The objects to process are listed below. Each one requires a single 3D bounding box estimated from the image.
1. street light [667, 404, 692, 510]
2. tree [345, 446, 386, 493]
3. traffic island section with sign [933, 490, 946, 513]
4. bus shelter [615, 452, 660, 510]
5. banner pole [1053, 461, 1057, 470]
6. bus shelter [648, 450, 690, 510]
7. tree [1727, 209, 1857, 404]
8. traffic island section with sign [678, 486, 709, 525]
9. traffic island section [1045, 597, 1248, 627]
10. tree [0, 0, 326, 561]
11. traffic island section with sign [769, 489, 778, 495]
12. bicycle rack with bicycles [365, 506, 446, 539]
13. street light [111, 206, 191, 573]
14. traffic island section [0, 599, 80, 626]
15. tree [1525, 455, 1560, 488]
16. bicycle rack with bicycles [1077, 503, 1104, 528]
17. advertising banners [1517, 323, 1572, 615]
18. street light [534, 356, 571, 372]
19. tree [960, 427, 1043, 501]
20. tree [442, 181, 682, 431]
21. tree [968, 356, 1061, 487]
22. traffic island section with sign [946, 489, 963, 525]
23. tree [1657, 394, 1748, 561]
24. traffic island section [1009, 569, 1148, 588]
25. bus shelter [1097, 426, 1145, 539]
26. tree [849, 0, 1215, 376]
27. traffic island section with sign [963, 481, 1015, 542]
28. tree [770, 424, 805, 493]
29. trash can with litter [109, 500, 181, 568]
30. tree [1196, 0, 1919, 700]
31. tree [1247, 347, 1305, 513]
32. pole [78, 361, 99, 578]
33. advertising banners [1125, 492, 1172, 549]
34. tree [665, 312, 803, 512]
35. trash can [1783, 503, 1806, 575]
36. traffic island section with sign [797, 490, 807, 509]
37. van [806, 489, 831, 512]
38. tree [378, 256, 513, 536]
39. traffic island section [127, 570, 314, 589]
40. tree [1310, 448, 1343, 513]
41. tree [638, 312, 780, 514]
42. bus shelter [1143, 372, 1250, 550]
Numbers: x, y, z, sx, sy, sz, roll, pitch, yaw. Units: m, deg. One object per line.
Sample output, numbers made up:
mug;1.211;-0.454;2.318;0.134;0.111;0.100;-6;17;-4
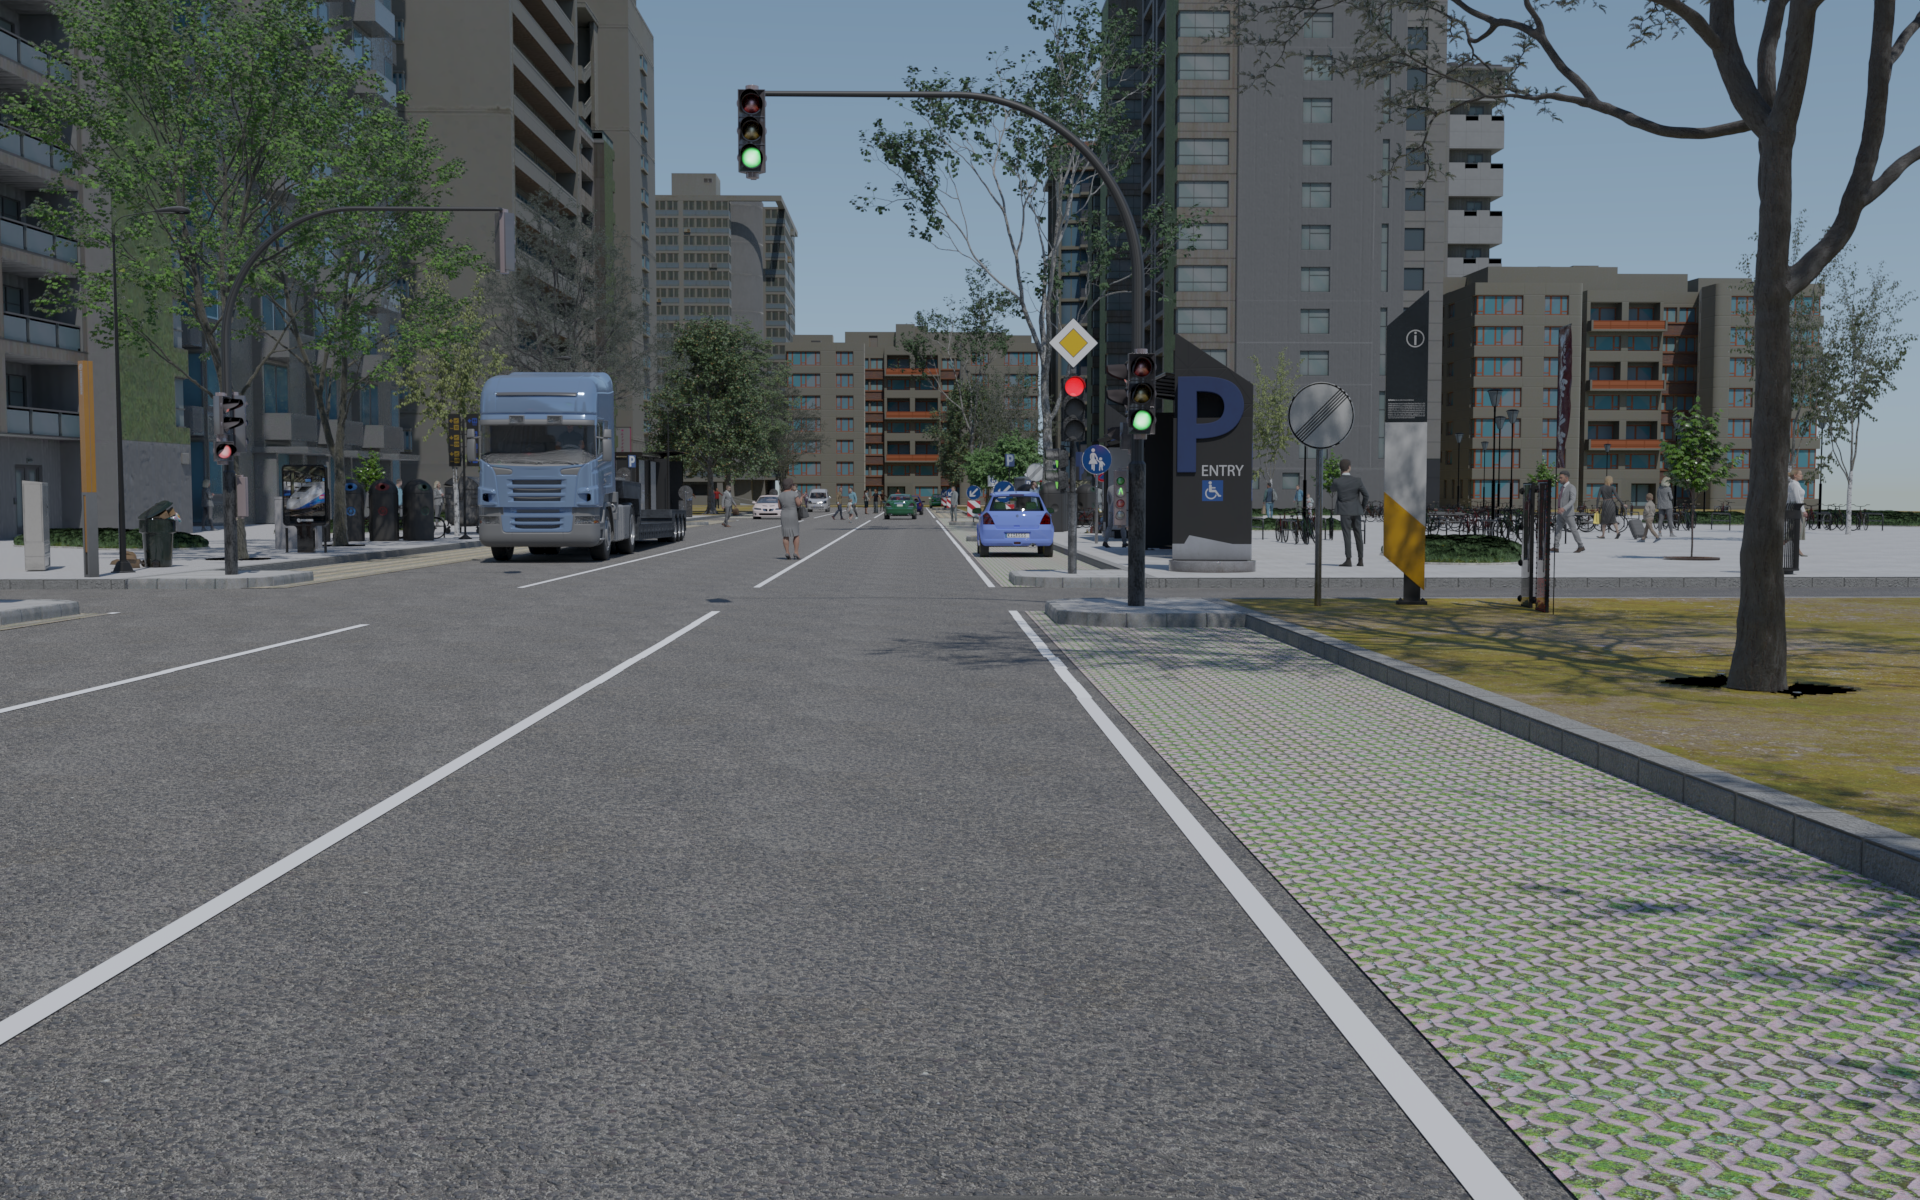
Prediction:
street light;-14.525;-7.155;89.527;1.470;5.913;1.316;0;4;-1
tree;-23.492;-4.572;69.355;1.663;3.219;1.824;0;3;0
traffic island section with sign;-0.820;-7.400;129.620;1.989;1.847;2.006;0;4;-1
bus shelter;-16.818;-6.701;87.193;2.179;5.291;8.768;0;4;-1
banner pole;5.395;-6.791;101.057;0.863;3.779;0.401;3;4;36
bus shelter;-16.060;-6.337;94.896;1.731;3.624;6.357;0;4;-2
tree;22.177;-5.836;45.779;4.360;8.622;3.978;0;3;0
traffic island section with sign;-12.644;-4.356;79.851;1.989;1.847;2.006;0;4;-1
traffic island section;2.038;0.145;19.918;2.009;0.180;2.903;0;4;-1
tree;-14.165;-6.579;33.318;9.928;11.665;9.643;0;3;0
traffic island section with sign;-13.962;-7.439;130.258;1.989;1.847;2.006;0;4;-1
bicycle rack with bicycles;-16.078;-2.238;49.971;2.925;0.926;2.852;1;4;16
street light;-13.117;-3.398;28.099;1.470;5.913;1.316;0;4;-1
traffic island section;-11.399;0.166;19.573;2.009;0.180;2.903;0;4;-1
tree;28.585;-5.542;85.211;1.663;3.219;1.824;0;3;0
bicycle rack with bicycles;5.079;-3.240;66.352;2.925;0.926;2.852;-2;4;-23
advertising banners;6.362;-1.386;18.855;0.090;3.025;2.074;0;4;6
street light;-13.805;-5.260;58.537;1.470;5.913;1.316;0;4;-1
tree;2.763;-6.158;84.395;4.285;4.588;4.351;0;3;0
tree;-15.852;-9.712;69.168;12.009;13.543;11.850;0;3;0
tree;3.288;-8.636;91.557;4.360;8.622;3.978;0;3;0
traffic island section with sign;0.497;-4.336;79.517;1.989;1.847;2.006;0;4;-1
tree;14.426;-2.392;33.711;1.663;3.219;1.824;0;3;0
traffic island section;1.830;-0.344;27.900;2.009;0.180;2.903;0;4;-1
bus shelter;5.044;-3.266;47.329;2.014;3.302;5.546;0;4;-1
tree;2.419;-12.541;60.940;12.611;20.169;13.585;0;3;0
traffic island section with sign;1.192;-2.684;52.509;1.989;1.847;2.006;0;4;-1
tree;-17.269;-13.283;167.541;4.360;8.622;3.978;0;3;0
trash can with litter;-14.149;-1.144;30.089;0.624;1.170;1.055;3;4;38
tree;5.400;-6.156;11.015;12.009;13.543;11.850;0;3;0
tree;15.736;-8.390;87.544;4.737;8.622;4.395;0;3;0
pole;-13.395;-2.005;26.619;0.158;3.312;0.155;0;3;0
advertising banners;4.843;-2.693;40.219;2.074;3.025;0.090;-1;4;-12
tree;-16.288;-13.173;122.025;9.857;13.997;8.962;0;3;0
trash can;13.120;-0.984;27.745;0.748;1.137;0.748;0;3;0
traffic island section with sign;-14.670;-9.105;157.487;1.989;1.847;2.006;0;4;-1
van;-11.263;-8.021;138.153;2.013;2.044;4.112;0;4;-1
tree;-15.407;-6.252;52.578;4.737;8.622;4.395;0;3;0
traffic island section;-11.607;-0.323;27.556;2.009;0.180;2.903;0;4;-1
tree;15.471;-4.769;72.576;1.663;3.219;1.824;0;3;0
tree;-15.890;-11.765;109.369;9.611;12.733;9.660;0;3;0
bus shelter;4.734;-2.769;36.560;1.731;3.624;6.357;0;4;-2
